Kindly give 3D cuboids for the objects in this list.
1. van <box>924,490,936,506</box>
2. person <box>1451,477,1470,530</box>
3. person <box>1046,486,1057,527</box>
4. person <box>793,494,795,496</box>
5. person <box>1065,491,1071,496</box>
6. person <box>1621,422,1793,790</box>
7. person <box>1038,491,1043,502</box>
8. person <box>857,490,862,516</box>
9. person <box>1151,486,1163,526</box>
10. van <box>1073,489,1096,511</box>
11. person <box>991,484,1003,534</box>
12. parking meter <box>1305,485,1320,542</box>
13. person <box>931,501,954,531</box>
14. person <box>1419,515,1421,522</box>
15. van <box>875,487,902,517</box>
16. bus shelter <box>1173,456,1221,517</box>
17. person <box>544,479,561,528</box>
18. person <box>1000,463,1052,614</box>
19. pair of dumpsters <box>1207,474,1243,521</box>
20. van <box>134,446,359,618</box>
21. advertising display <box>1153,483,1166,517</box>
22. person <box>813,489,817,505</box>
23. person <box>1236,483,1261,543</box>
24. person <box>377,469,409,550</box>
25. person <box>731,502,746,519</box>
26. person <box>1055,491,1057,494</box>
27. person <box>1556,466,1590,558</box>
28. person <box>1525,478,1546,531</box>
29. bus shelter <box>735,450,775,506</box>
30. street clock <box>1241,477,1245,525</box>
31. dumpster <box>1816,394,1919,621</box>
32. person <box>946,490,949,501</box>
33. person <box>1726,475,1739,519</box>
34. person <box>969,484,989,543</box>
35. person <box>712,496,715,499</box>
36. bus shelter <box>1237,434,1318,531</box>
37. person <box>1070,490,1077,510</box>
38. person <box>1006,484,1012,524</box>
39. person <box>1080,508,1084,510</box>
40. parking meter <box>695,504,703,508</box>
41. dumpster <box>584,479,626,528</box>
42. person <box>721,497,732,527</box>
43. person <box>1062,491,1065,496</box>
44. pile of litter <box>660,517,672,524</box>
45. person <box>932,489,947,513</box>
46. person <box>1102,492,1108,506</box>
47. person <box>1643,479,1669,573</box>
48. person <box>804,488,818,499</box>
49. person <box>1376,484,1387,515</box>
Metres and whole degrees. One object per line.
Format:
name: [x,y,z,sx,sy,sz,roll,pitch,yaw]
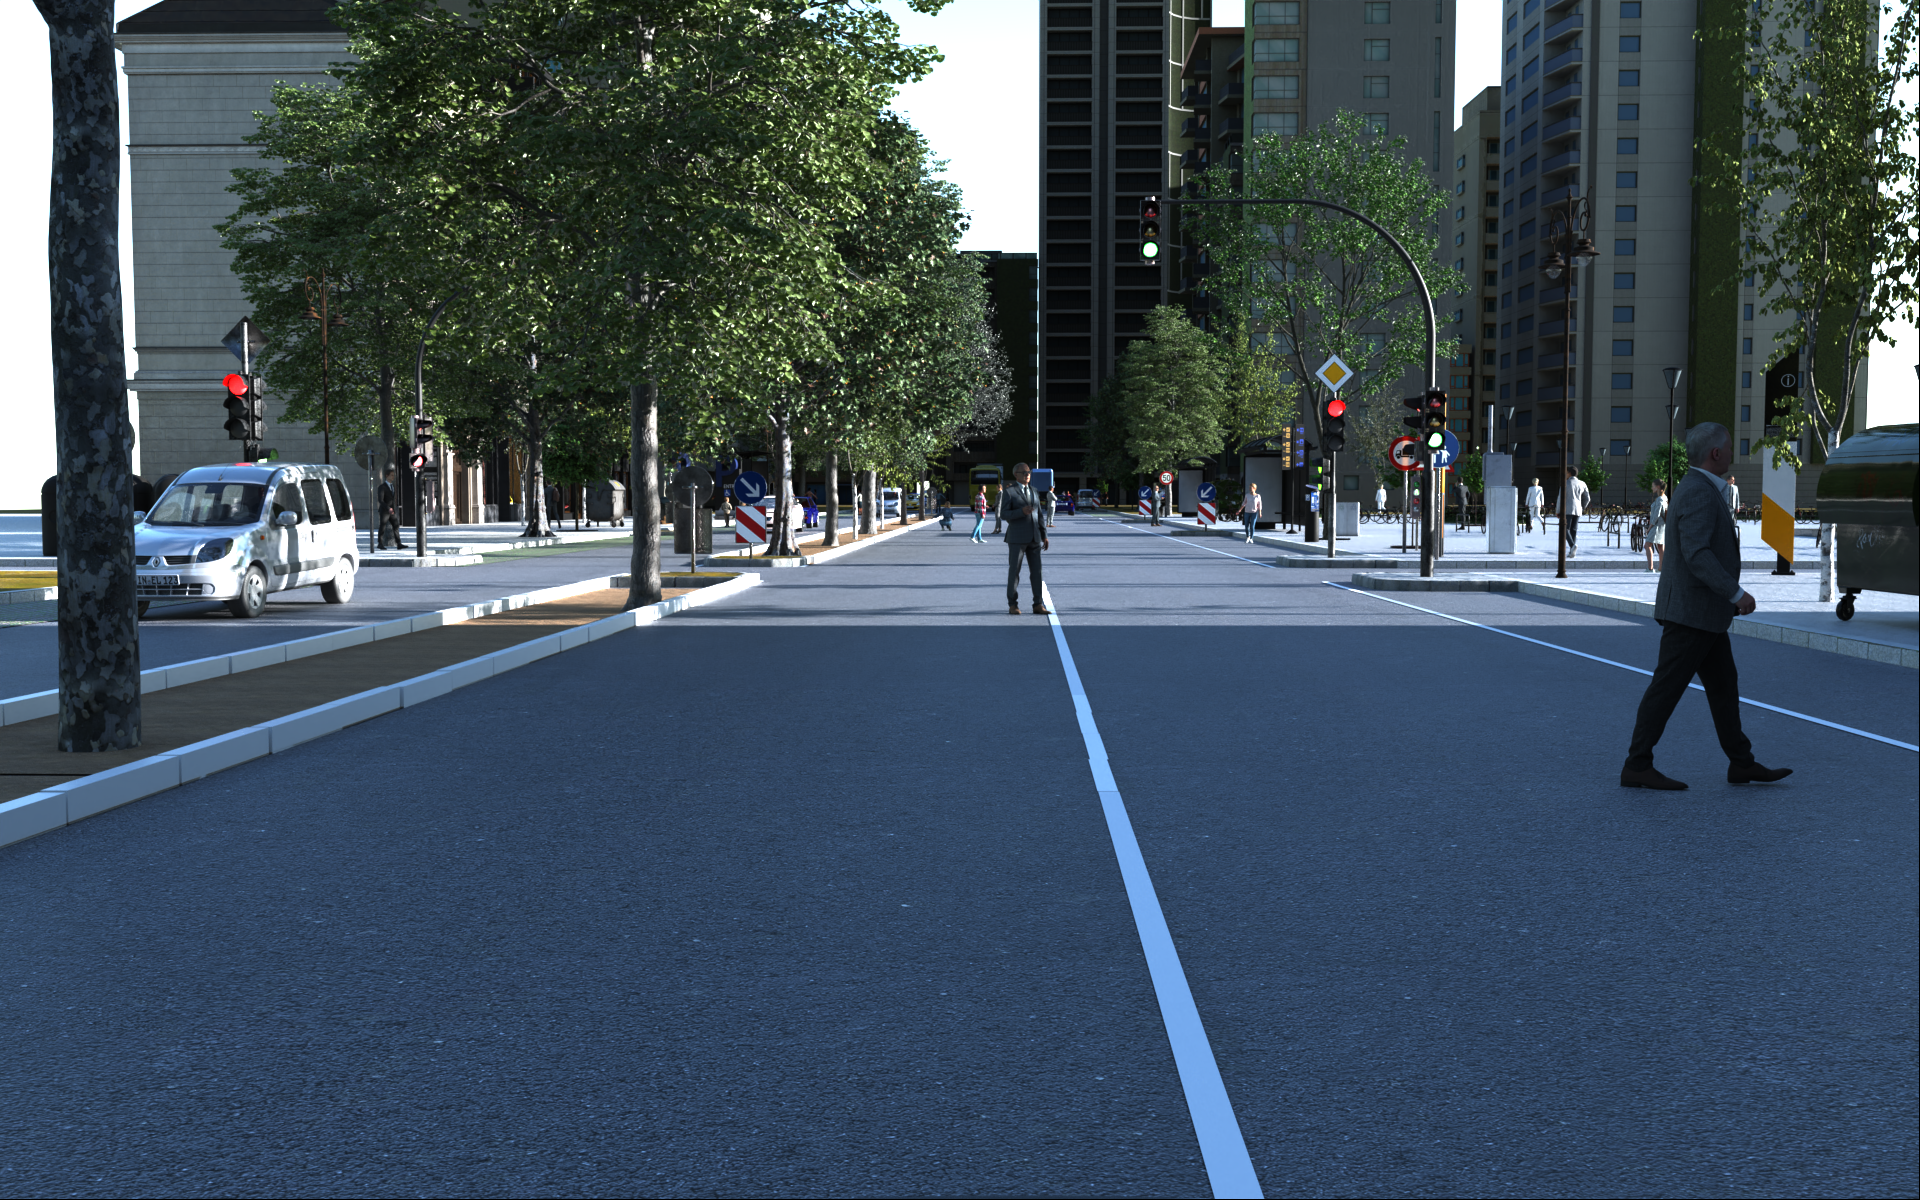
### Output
van: [-3.136,-10.184,173.518,2.013,2.044,4.112,0,4,2]
person: [17.975,-3.477,62.249,0.648,1.900,0.474,-3,5,-43]
person: [4.000,-4.061,75.081,0.466,1.800,0.511,-3,4,-38]
person: [-11.597,-6.742,116.991,1.217,1.736,0.721,2,4,31]
person: [11.107,-10.343,178.328,1.217,1.743,0.721,1,4,12]
person: [3.660,0.030,8.406,0.834,1.777,0.661,1,4,9]
person: [7.037,-8.905,154.824,0.721,1.736,1.217,-2,4,-32]
person: [-6.734,-6.496,115.502,0.721,1.735,1.217,2,4,31]
person: [8.788,-4.178,76.981,0.590,1.801,0.661,0,4,8]
van: [10.787,-8.694,149.154,2.013,2.044,4.112,0,4,2]
person: [1.303,-3.285,62.486,0.573,1.790,0.520,-1,4,-23]
parking meter: [9.415,-2.318,46.305,0.372,1.533,0.369,0,3,0]
person: [-0.648,-3.305,68.043,1.012,1.151,0.738,-1,4,-11]
person: [21.462,-4.271,80.149,0.640,1.303,0.475,0,4,1]
van: [-4.430,-6.215,108.630,2.013,2.044,4.112,0,4,3]
bus shelter: [13.000,-6.201,95.313,2.014,3.302,5.546,0,4,2]
person: [-15.277,-3.591,64.715,0.622,1.834,0.822,-3,4,-37]
person: [0.807,-0.728,20.579,0.661,1.801,0.590,-2,4,-35]
pair of dumpsters: [12.987,-5.051,85.070,1.574,2.255,4.437,0,4,2]
van: [-8.919,-0.878,21.362,2.013,2.044,4.112,0,4,2]
advertising display: [11.226,-5.630,97.271,0.123,1.923,0.974,-3,5,-39]
person: [-13.890,-9.678,164.963,0.721,1.739,1.217,-1,4,-14]
person: [8.422,-2.528,50.504,0.731,1.740,0.598,1,4,11]
person: [-13.114,-2.086,39.921,0.755,1.850,0.659,1,4,19]
person: [-8.631,-3.314,68.184,1.012,1.151,0.738,2,4,25]
person: [9.181,-9.498,164.580,1.217,1.735,0.721,-1,4,-16]
person: [12.351,-1.771,34.846,0.661,1.843,0.795,0,4,-6]
person: [20.179,-3.348,60.664,0.514,1.842,0.818,-2,4,-23]
bus shelter: [-11.392,-6.326,94.713,1.731,3.624,6.357,0,4,2]
street clock: [11.753,-4.081,71.299,0.358,2.002,0.471,2,4,33]
dumpster: [9.443,-0.868,16.681,1.502,2.255,1.985,0,4,2]
person: [-1.234,-9.822,169.108,0.705,1.821,1.348,0,4,-5]
person: [21.639,-2.611,48.828,0.635,1.810,0.391,-1,4,-11]
person: [0.558,-2.557,51.145,0.643,1.720,0.563,-1,4,-11]
person: [-16.419,-6.918,119.116,1.348,1.831,0.705,-2,4,-35]
bus shelter: [11.043,-4.082,60.670,2.014,3.302,5.546,0,4,2]
person: [10.111,-8.788,152.279,1.348,1.812,0.705,-1,4,-21]
person: [1.768,-3.013,58.100,0.444,1.785,0.601,0,4,-6]
person: [11.023,-8.963,155.713,0.551,1.740,0.621,1,4,9]
parking meter: [-13.695,-5.042,90.855,0.372,1.533,0.369,0,3,0]
dumpster: [-13.711,-3.734,66.815,1.264,1.857,1.865,0,4,2]
person: [-10.045,-3.772,74.439,0.475,1.303,0.640,-1,4,-10]
person: [11.017,-10.707,184.221,0.621,1.740,0.551,-1,4,-22]
pile of litter: [-12.676,-3.631,73.331,1.176,0.858,1.719,3,5,43]
person: [-1.665,-7.545,131.944,1.350,1.814,0.705,1,4,12]
person: [16.000,-11.089,190.634,0.721,1.723,1.217,-1,4,-22]
person: [12.288,-1.283,30.489,0.522,1.701,0.512,2,4,30]
person: [-10.546,-7.051,122.043,1.217,1.736,0.721,2,4,33]
person: [24.488,-5.787,100.541,0.514,1.842,0.818,-2,4,-33]
